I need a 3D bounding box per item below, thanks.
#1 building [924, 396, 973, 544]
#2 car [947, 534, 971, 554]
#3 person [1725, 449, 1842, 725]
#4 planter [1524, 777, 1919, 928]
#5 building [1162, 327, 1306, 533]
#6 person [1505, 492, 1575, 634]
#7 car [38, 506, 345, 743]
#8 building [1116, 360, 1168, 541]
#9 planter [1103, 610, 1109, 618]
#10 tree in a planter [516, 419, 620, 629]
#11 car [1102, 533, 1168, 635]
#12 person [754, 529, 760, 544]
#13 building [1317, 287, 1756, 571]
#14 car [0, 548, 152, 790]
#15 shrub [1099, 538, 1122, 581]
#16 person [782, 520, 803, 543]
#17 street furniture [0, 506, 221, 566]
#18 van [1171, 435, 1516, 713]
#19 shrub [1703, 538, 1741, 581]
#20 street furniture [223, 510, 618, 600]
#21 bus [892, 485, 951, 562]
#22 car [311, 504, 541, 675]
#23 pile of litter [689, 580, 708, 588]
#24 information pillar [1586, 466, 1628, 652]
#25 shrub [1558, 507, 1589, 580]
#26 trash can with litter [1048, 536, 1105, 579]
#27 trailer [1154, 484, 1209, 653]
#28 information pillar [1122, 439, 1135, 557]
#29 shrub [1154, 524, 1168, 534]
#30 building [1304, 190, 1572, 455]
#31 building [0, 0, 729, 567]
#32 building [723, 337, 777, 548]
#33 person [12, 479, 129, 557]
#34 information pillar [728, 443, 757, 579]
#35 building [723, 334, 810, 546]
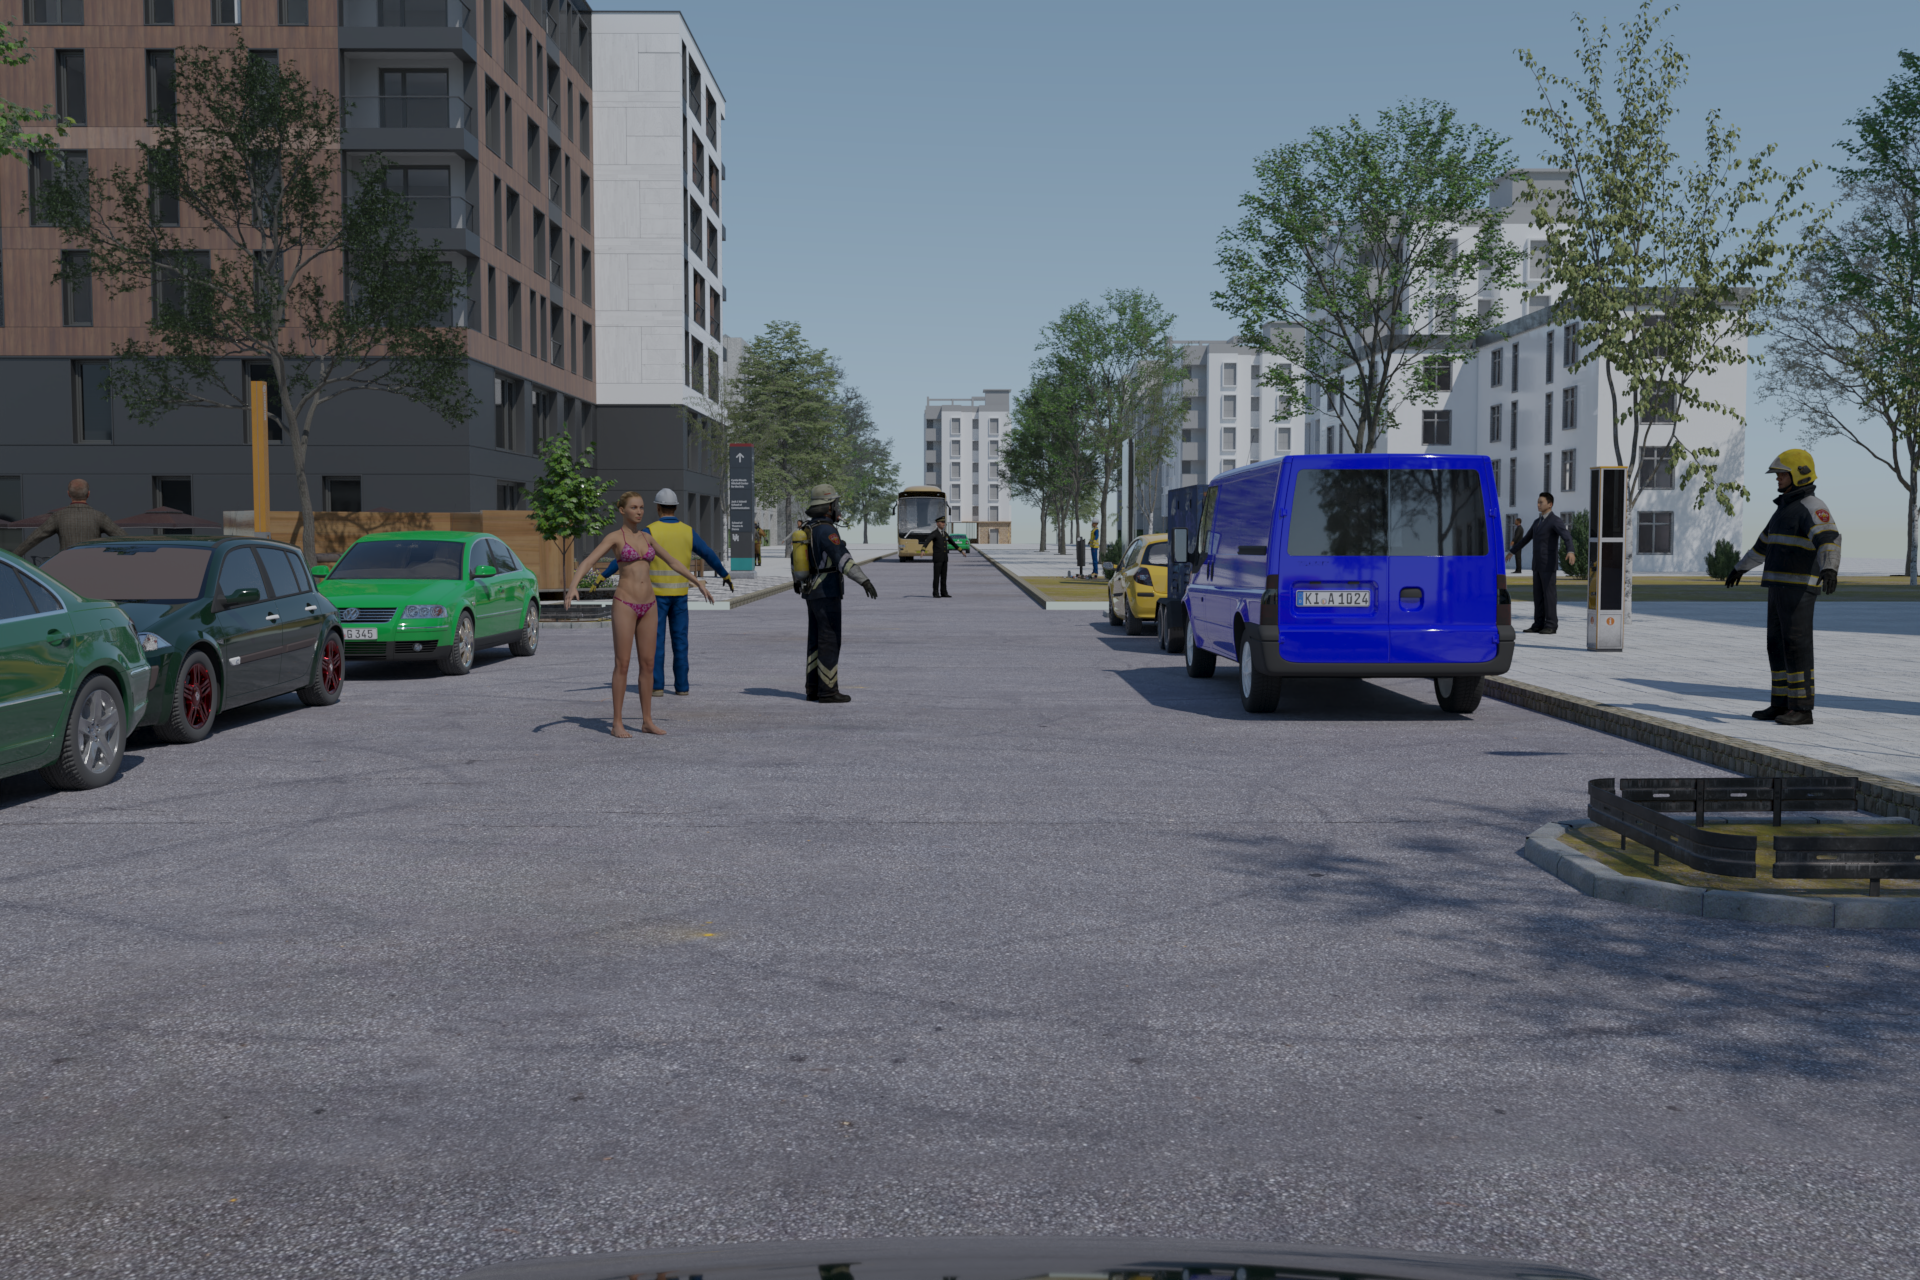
[{"bbox_3d":[-4.509,-22.704,230.083,11.380,20.090,16.016,0,4,2],"label":"building"},{"bbox_3d":[-0.177,-7.327,128.588,1.959,1.807,4.718,0,4,-1],"label":"car"},{"bbox_3d":[5.620,-0.366,11.754,0.704,1.858,1.351,0,4,-2],"label":"person"},{"bbox_3d":[3.494,0.847,7.286,1.991,0.319,1.994,0,4,1],"label":"planter"},{"bbox_3d":[24.559,-18.929,165.904,16.016,20.090,11.380,0,4,0],"label":"building"},{"bbox_3d":[7.510,-0.995,22.311,0.704,1.823,1.345,-1,4,-19],"label":"person"},{"bbox_3d":[-6.081,-0.202,13.094,2.009,1.686,4.222,0,4,0],"label":"car"},{"bbox_3d":[26.453,-19.467,184.735,16.747,18.905,31.486,0,4,0],"label":"building"},{"bbox_3d":[3.506,-0.551,30.145,1.991,0.319,1.994,0,4,1],"label":"planter"},{"bbox_3d":[-6.217,-1.830,27.139,1.991,3.239,1.994,0,3,0],"label":"tree in a planter"},{"bbox_3d":[3.186,-0.959,25.903,2.015,1.641,3.980,0,4,0],"label":"car"},{"bbox_3d":[-7.776,-3.548,64.132,0.705,1.813,1.348,2,4,29],"label":"person"},{"bbox_3d":[22.442,-8.005,73.030,9.099,9.664,28.070,0,3,0],"label":"building"},{"bbox_3d":[-5.748,0.208,8.405,2.131,1.459,4.920,0,4,0],"label":"car"},{"bbox_3d":[4.234,-2.160,46.429,1.383,1.207,1.383,0,3,0],"label":"shrub"},{"bbox_3d":[-5.911,-3.527,63.861,1.347,1.806,0.705,1,4,12],"label":"person"},{"bbox_3d":[-32.312,-2.052,38.575,27.439,1.986,14.083,0,4,2],"label":"street furniture"},{"bbox_3d":[3.214,-0.682,15.537,2.240,2.365,5.245,0,4,-1],"label":"van"},{"bbox_3d":[21.027,-2.241,47.760,1.383,1.207,1.383,0,3,0],"label":"shrub"},{"bbox_3d":[-10.494,-1.752,35.495,9.812,1.723,11.010,-3,5,-40],"label":"street furniture"},{"bbox_3d":[-1.942,-6.098,91.241,2.896,3.916,12.252,0,4,-1],"label":"bus"},{"bbox_3d":[-5.887,-0.622,18.958,1.959,1.807,4.718,0,4,0],"label":"car"},{"bbox_3d":[-6.718,-1.722,42.112,1.176,0.858,1.719,0,4,-1],"label":"pile of litter"},{"bbox_3d":[7.051,-0.880,18.883,0.304,2.012,0.304,0,4,-1],"label":"information pillar"},{"bbox_3d":[17.461,-2.688,48.376,1.690,2.028,1.600,0,3,0],"label":"shrub"},{"bbox_3d":[3.420,-2.383,50.012,1.678,1.210,2.233,0,4,0],"label":"trash can with litter"},{"bbox_3d":[3.187,-0.906,21.870,1.471,1.999,3.904,0,4,0],"label":"trailer"},{"bbox_3d":[4.215,-3.188,43.437,0.184,3.620,1.656,0,4,1],"label":"information pillar"},{"bbox_3d":[6.462,-2.798,49.781,1.661,2.075,1.752,0,3,0],"label":"shrub"},{"bbox_3d":[25.616,-15.012,101.873,16.016,20.090,11.380,0,4,0],"label":"building"},{"bbox_3d":[-24.829,-13.566,65.776,27.936,21.610,32.646,0,4,0],"label":"building"},{"bbox_3d":[-28.092,-18.663,171.597,16.747,18.905,31.486,0,4,0],"label":"building"},{"bbox_3d":[-8.432,-0.639,16.624,1.348,1.807,0.705,-2,4,-23],"label":"person"},{"bbox_3d":[-6.257,-3.693,49.764,0.750,3.857,0.750,0,4,0],"label":"information pillar"},{"bbox_3d":[-25.790,-22.546,199.554,19.493,23.208,18.063,0,4,0],"label":"building"}]
